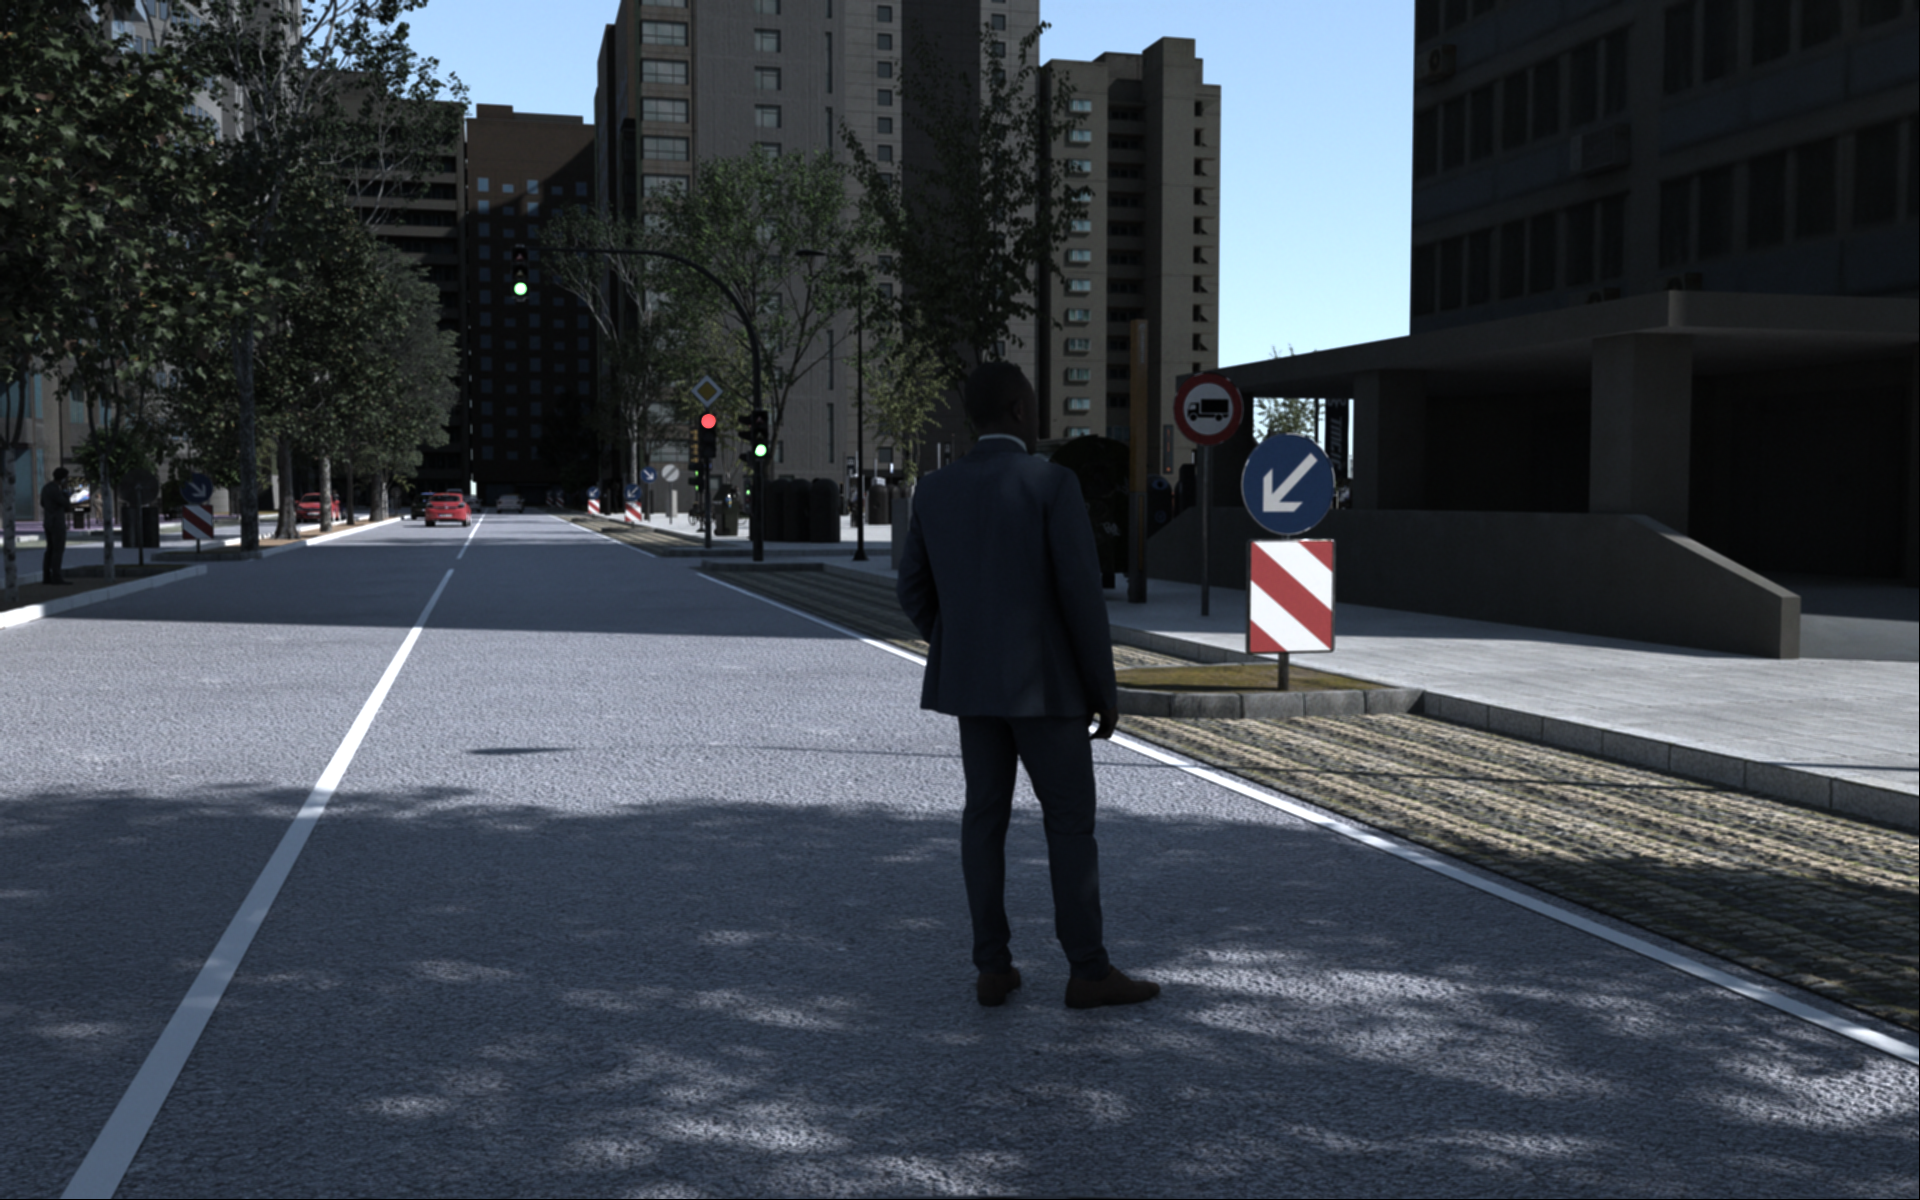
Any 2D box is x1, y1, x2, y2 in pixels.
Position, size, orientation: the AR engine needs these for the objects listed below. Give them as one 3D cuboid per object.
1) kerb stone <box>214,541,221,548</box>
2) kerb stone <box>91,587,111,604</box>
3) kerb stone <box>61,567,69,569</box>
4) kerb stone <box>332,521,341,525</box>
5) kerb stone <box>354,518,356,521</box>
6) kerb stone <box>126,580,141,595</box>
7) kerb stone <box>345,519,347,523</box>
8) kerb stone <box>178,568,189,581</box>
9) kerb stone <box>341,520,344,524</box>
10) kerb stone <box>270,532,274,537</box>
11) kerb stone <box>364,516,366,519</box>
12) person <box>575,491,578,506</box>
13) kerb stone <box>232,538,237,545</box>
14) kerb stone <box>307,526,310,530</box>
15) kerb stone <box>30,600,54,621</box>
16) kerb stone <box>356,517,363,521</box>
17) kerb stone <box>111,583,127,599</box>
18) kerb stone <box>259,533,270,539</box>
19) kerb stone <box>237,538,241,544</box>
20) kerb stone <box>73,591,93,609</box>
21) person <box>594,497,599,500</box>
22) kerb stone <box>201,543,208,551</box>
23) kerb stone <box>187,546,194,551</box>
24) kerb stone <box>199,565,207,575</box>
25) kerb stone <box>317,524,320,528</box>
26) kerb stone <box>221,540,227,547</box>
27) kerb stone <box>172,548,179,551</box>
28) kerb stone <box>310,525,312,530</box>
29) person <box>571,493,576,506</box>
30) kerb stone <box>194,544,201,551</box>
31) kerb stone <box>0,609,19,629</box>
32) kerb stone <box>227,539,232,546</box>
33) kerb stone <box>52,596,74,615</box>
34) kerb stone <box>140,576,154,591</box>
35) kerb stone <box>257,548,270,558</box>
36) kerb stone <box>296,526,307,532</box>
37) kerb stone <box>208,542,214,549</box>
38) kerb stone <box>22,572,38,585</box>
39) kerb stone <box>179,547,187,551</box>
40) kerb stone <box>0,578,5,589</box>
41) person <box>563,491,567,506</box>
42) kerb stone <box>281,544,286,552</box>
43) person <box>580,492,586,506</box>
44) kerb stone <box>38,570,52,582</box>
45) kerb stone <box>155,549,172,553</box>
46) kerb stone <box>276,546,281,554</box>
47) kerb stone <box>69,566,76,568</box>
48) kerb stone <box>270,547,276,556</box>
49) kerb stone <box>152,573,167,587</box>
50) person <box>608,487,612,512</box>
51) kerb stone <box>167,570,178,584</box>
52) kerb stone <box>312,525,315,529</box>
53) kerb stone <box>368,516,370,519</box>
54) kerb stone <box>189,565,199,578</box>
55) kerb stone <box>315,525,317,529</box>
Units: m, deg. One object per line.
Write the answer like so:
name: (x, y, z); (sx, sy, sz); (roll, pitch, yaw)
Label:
kerb stone: (-19.715, -1.437, 45.683); (0.120, 0.150, 1.000); (-1, 4, -15)
kerb stone: (-11.437, -0.043, 22.893); (0.120, 0.150, 1.000); (-1, 4, -15)
kerb stone: (-15.334, -0.436, 29.361); (0.120, 0.150, 1.000); (-1, 4, -15)
kerb stone: (-29.268, -3.613, 81.320); (0.120, 0.150, 1.000); (-1, 4, -15)
kerb stone: (-31.382, -4.101, 89.242); (0.120, 0.150, 1.000); (-1, 4, -15)
kerb stone: (-11.963, -0.164, 24.872); (0.120, 0.150, 1.000); (-1, 4, -15)
kerb stone: (-30.061, -3.795, 84.287); (0.120, 0.150, 1.000); (-1, 4, -15)
kerb stone: (-13.027, -0.406, 28.841); (0.120, 0.150, 1.000); (-1, 4, -15)
kerb stone: (-29.526, -3.669, 82.310); (0.120, 0.150, 1.000); (-1, 4, -15)
kerb stone: (-22.638, -2.104, 56.589); (0.120, 0.150, 1.000); (-1, 4, -15)
kerb stone: (-33.249, -4.523, 96.171); (0.120, 0.150, 1.000); (-1, 4, -15)
person: (-39.766, -10.563, 179.485); (0.721, 1.736, 1.217); (-1, 4, -15)
kerb stone: (-20.514, -1.616, 48.656); (0.120, 0.150, 1.000); (-1, 4, -15)
kerb stone: (-25.550, -2.769, 67.464); (0.120, 0.150, 1.000); (-1, 4, -15)
kerb stone: (-10.644, 0.139, 19.927); (0.120, 0.150, 1.000); (-1, 4, -15)
kerb stone: (-32.719, -4.403, 94.193); (0.120, 0.150, 1.000); (-1, 4, -15)
kerb stone: (-11.696, -0.099, 23.882); (0.120, 0.150, 1.000); (-1, 4, -15)
kerb stone: (-22.373, -2.043, 55.595); (0.120, 0.150, 1.000); (-1, 4, -15)
kerb stone: (-20.772, -1.673, 49.646); (0.120, 0.150, 1.000); (-1, 4, -15)
kerb stone: (-11.172, 0.022, 21.901); (0.120, 0.150, 1.000); (-1, 4, -15)
person: (-39.334, -10.855, 186.752); (0.991, 1.433, 0.599); (-3, 5, -40)
kerb stone: (-19.182, -1.315, 43.698); (0.120, 0.150, 1.000); (-1, 4, -15)
kerb stone: (-18.655, -1.194, 41.722); (0.120, 0.150, 1.000); (-1, 4, -15)
kerb stone: (-13.553, -0.527, 30.823); (0.120, 0.150, 1.000); (-1, 4, -15)
kerb stone: (-26.615, -3.011, 71.433); (0.120, 0.150, 1.000); (-1, 4, -15)
kerb stone: (-19.974, -1.491, 46.672); (0.120, 0.150, 1.000); (-1, 4, -15)
kerb stone: (-18.127, -1.070, 39.744); (0.120, 0.150, 1.000); (-1, 4, -15)
kerb stone: (-25.812, -2.825, 68.452); (0.120, 0.150, 1.000); (-1, 4, -15)
person: (-39.077, -10.140, 175.062); (0.697, 1.427, 0.421); (-3, 4, -38)
kerb stone: (-18.923, -1.244, 42.710); (0.120, 0.150, 1.000); (-1, 4, -15)
kerb stone: (-10.372, 0.199, 18.935); (0.120, 0.150, 1.000); (-1, 4, -15)
kerb stone: (-20.248, -1.558, 47.669); (0.120, 0.150, 1.000); (-1, 4, -15)
kerb stone: (-10.909, 0.078, 20.914); (0.120, 0.150, 1.000); (-1, 4, -15)
kerb stone: (-12.231, -0.220, 25.858); (0.120, 0.150, 1.000); (-1, 4, -15)
kerb stone: (-15.830, -1.045, 39.288); (0.120, 0.150, 1.000); (-1, 4, -15)
kerb stone: (-25.286, -2.708, 66.476); (0.120, 0.150, 1.000); (-1, 4, -15)
kerb stone: (-19.451, -1.369, 44.692); (0.120, 0.150, 1.000); (-1, 4, -15)
kerb stone: (-14.814, -0.311, 27.377); (0.120, 0.150, 1.000); (-1, 4, -15)
kerb stone: (-18.388, -1.134, 40.732); (0.120, 0.150, 1.000); (-1, 4, -15)
kerb stone: (-14.533, -0.250, 26.387); (0.120, 0.150, 1.000); (-1, 4, -15)
person: (-41.940, -10.758, 183.397); (0.593, 1.643, 0.415); (0, 4, -3)
kerb stone: (-16.630, -1.227, 42.249); (0.120, 0.150, 1.000); (-1, 4, -15)
person: (-41.201, -11.109, 187.665); (1.348, 1.826, 0.705); (-2, 4, -30)
kerb stone: (-15.075, -0.378, 28.371); (0.120, 0.150, 1.000); (-1, 4, -15)
kerb stone: (-17.855, -1.013, 38.758); (0.120, 0.150, 1.000); (-1, 4, -15)
kerb stone: (-16.361, -1.166, 41.263); (0.120, 0.150, 1.000); (-1, 4, -15)
kerb stone: (-15.607, -0.499, 30.349); (0.120, 0.150, 1.000); (-1, 4, -15)
kerb stone: (-16.092, -1.106, 40.276); (0.120, 0.150, 1.000); (-1, 4, -15)
kerb stone: (-12.496, -0.285, 26.855); (0.120, 0.150, 1.000); (-1, 4, -15)
person: (-25.293, -7.213, 124.416); (0.568, 1.767, 0.683); (1, 4, 11)
kerb stone: (-12.766, -0.346, 27.847); (0.120, 0.150, 1.000); (-1, 4, -15)
kerb stone: (-26.087, -2.890, 69.443); (0.120, 0.150, 1.000); (-1, 4, -15)
kerb stone: (-34.037, -4.706, 99.144); (0.120, 0.150, 1.000); (-1, 4, -15)
kerb stone: (-13.296, -0.467, 29.834); (0.120, 0.150, 1.000); (-1, 4, -15)
kerb stone: (-26.352, -2.950, 70.431); (0.120, 0.150, 1.000); (-1, 4, -15)
